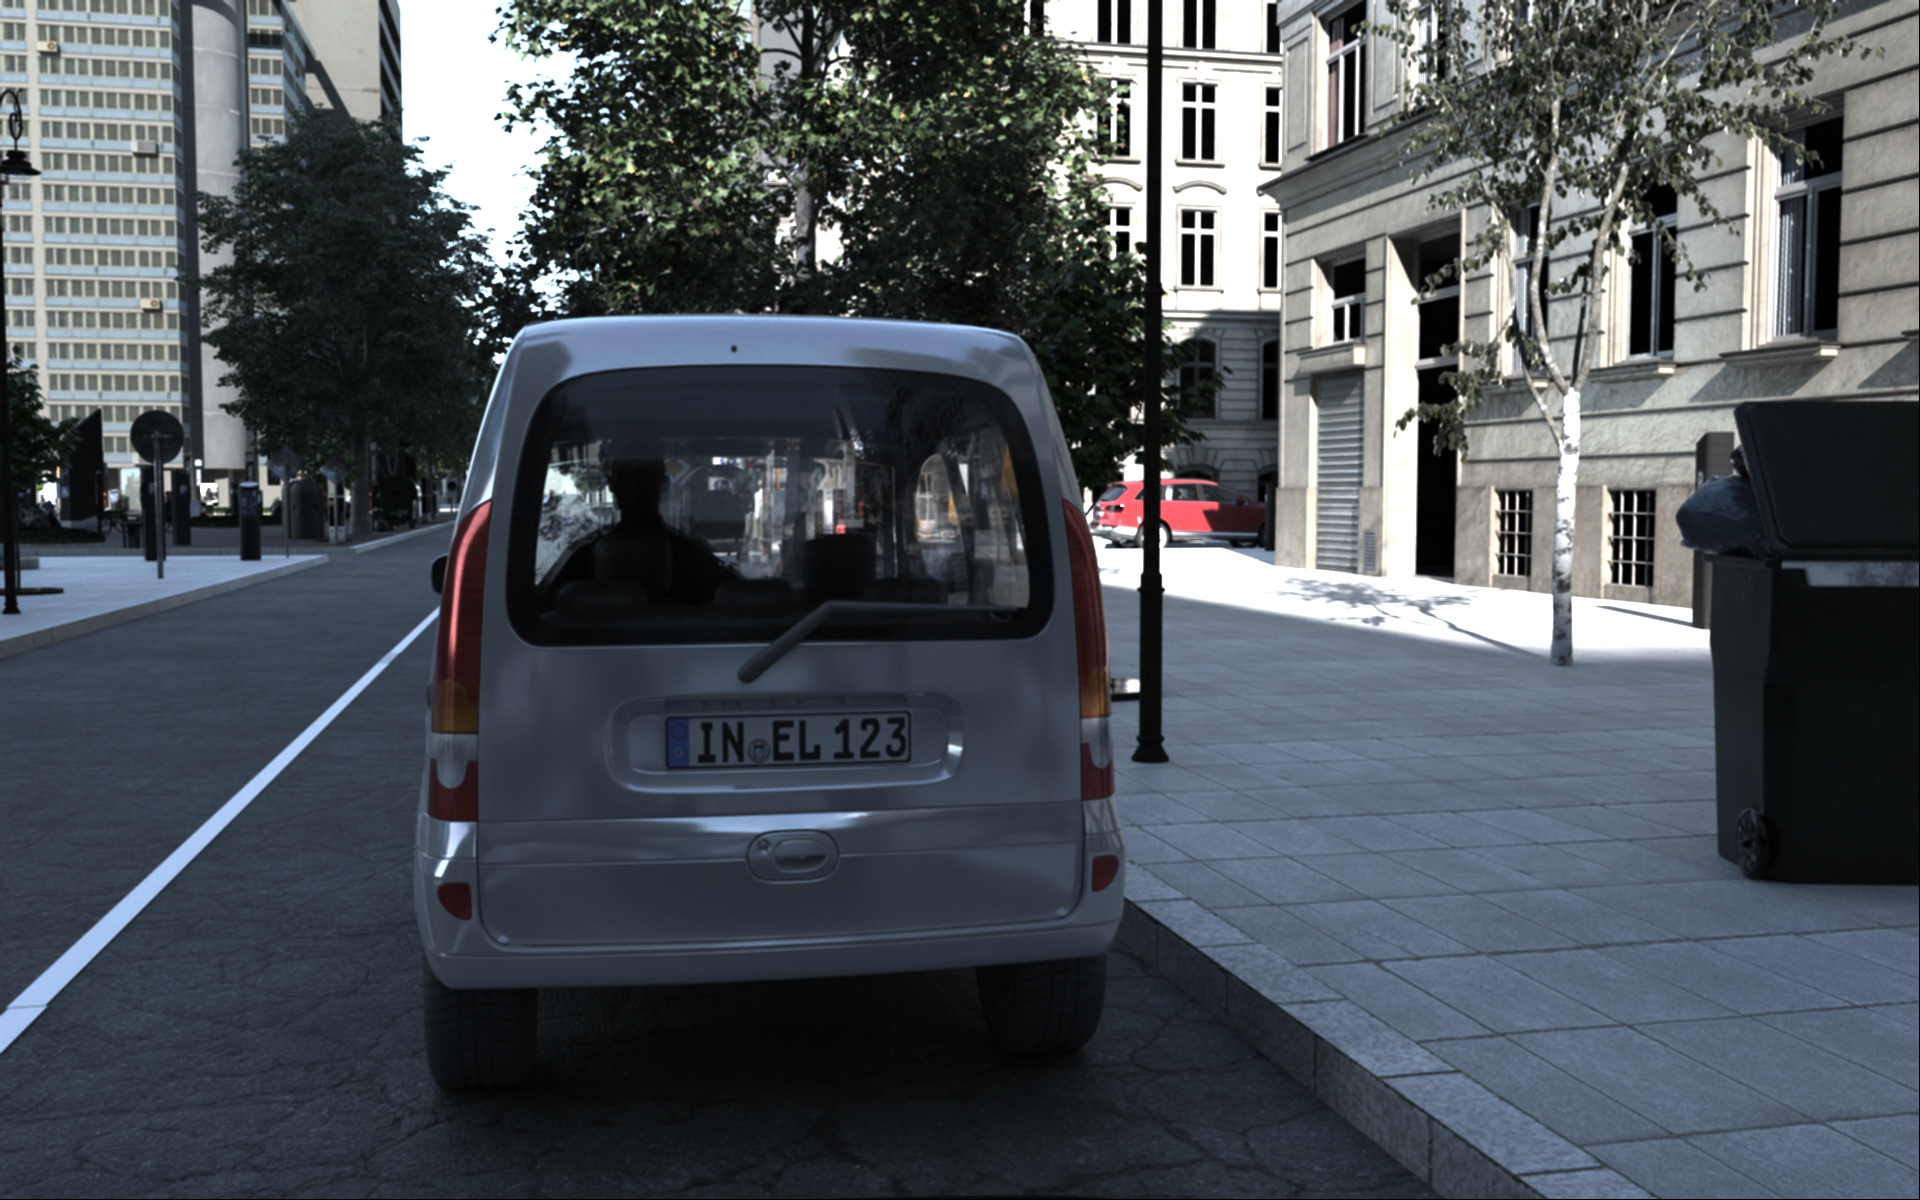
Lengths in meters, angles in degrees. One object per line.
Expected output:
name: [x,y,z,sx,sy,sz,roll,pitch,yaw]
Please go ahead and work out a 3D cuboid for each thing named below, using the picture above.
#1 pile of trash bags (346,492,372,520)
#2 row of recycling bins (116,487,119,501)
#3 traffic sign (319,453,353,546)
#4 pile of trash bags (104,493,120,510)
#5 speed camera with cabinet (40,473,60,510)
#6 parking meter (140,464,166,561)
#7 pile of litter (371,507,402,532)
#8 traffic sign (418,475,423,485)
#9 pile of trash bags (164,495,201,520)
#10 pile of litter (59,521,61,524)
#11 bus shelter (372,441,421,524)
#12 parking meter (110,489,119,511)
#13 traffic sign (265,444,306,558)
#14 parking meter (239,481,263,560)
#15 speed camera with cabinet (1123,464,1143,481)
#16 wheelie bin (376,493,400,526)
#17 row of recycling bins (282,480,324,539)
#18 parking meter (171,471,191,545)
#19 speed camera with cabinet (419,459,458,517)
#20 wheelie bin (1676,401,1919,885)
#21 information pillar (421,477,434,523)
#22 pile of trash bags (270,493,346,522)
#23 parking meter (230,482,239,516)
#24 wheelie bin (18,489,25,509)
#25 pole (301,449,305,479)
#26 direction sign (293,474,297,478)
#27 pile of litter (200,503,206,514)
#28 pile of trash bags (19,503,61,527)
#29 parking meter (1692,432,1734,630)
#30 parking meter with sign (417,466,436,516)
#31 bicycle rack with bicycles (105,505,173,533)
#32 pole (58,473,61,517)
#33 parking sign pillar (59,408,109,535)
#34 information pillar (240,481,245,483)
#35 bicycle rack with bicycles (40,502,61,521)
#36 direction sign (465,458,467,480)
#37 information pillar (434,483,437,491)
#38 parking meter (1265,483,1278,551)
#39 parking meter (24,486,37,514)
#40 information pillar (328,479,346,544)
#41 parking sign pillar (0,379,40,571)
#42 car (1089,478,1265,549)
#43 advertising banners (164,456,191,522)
pile of trash bags: [-30.951,-4.743,87.295,3.447,1.369,1.912,-3,4,-37]
row of recycling bins: [-48.348,-5.734,100.862,1.069,1.692,3.534,-1,4,-10]
traffic sign: [-15.338,-2.382,42.594,0.795,2.450,0.064,-1,4,-13]
pile of trash bags: [-46.111,-5.261,95.763,3.447,1.369,1.912,0,4,3]
speed camera with cabinet: [-52.667,-6.482,100.323,2.038,3.252,0.660,3,5,45]
parking meter: [-15.512,-1.686,33.280,0.399,1.863,0.255,-2,4,-33]
pile of litter: [-19.839,-2.799,59.729,1.176,0.858,1.719,-2,4,-24]
traffic sign: [-33.050,-6.536,106.860,0.884,2.594,0.081,0,4,-5]
pile of trash bags: [-38.094,-4.527,83.766,1.912,1.369,3.447,0,4,-2]
pile of litter: [-37.265,-3.568,72.308,1.719,0.858,1.176,3,4,38]
bus shelter: [-24.745,-5.207,76.414,1.731,3.624,6.357,-1,4,-13]
parking meter: [-45.883,-5.235,94.004,0.372,1.533,0.369,0,3,0]
traffic sign: [-13.541,-1.906,34.813,0.795,2.450,0.064,-1,4,-13]
parking meter: [-13.769,-1.539,33.581,0.372,1.533,0.369,0,3,0]
speed camera with cabinet: [6.211,-3.700,54.828,2.038,3.252,0.660,0,4,-2]
wheelie bin: [-22.797,-3.746,69.157,0.980,1.594,0.693,-2,4,-29]
row of recycling bins: [-19.385,-2.679,50.921,1.069,1.692,3.534,-2,4,-26]
parking meter: [-19.583,-2.315,43.559,0.255,1.863,0.399,2,4,32]
speed camera with cabinet: [-29.504,-6.337,97.944,2.038,3.252,0.660,-3,5,-39]
wheelie bin: [2.924,0.123,5.904,0.980,1.594,0.693,0,4,4]
information pillar: [-23.396,-4.365,75.860,0.304,2.012,0.304,1,4,9]
pile of trash bags: [-30.655,-4.340,80.714,3.447,1.369,1.912,2,4,32]
parking meter: [-35.211,-4.794,84.089,0.255,1.863,0.399,-3,5,-44]
wheelie bin: [-42.941,-4.337,78.821,0.980,1.594,0.693,0,4,2]
pole: [-29.943,-5.206,78.953,0.158,3.312,0.155,0,3,0]
direction sign: [-33.446,-5.762,86.208,0.876,3.537,0.379,-3,5,-40]
pile of litter: [-45.453,-5.474,103.461,1.176,0.858,1.719,2,4,24]
pile of trash bags: [-32.318,-3.000,58.804,3.447,1.369,1.912,0,4,7]
parking meter: [7.159,-0.658,16.473,0.255,1.863,0.399,1,4,8]
parking meter with sign: [-31.626,-6.501,102.545,0.543,3.016,1.738,0,4,6]
bicycle rack with bicycles: [-27.152,-2.700,57.527,2.852,0.926,2.925,3,5,40]
pole: [-50.124,-6.273,96.410,0.158,3.312,0.155,0,3,0]
parking sign pillar: [-27.359,-4.004,53.938,1.447,3.967,1.447,1,4,21]
information pillar: [-38.835,-5.476,94.032,0.304,2.012,0.304,1,4,13]
bicycle rack with bicycles: [-44.014,-4.200,82.045,2.925,0.926,2.852,1,4,20]
direction sign: [-30.192,-6.966,105.885,0.379,3.537,0.876,-1,4,-15]
information pillar: [-33.437,-6.450,109.944,0.304,2.012,0.304,2,4,35]
parking meter: [7.071,-1.875,39.062,0.372,1.533,0.369,0,3,0]
parking meter: [-37.373,-3.909,69.628,0.399,1.863,0.255,1,4,9]
information pillar: [-15.964,-2.438,44.354,0.304,2.012,0.304,3,4,37]
parking sign pillar: [-16.522,-2.506,29.442,1.447,3.967,1.447,3,4,39]
car: [5.815,-2.072,42.557,5.304,1.827,2.281,-1,4,-15]
advertising banners: [-35.262,-5.014,78.162,0.090,3.025,2.074,1,4,8]
